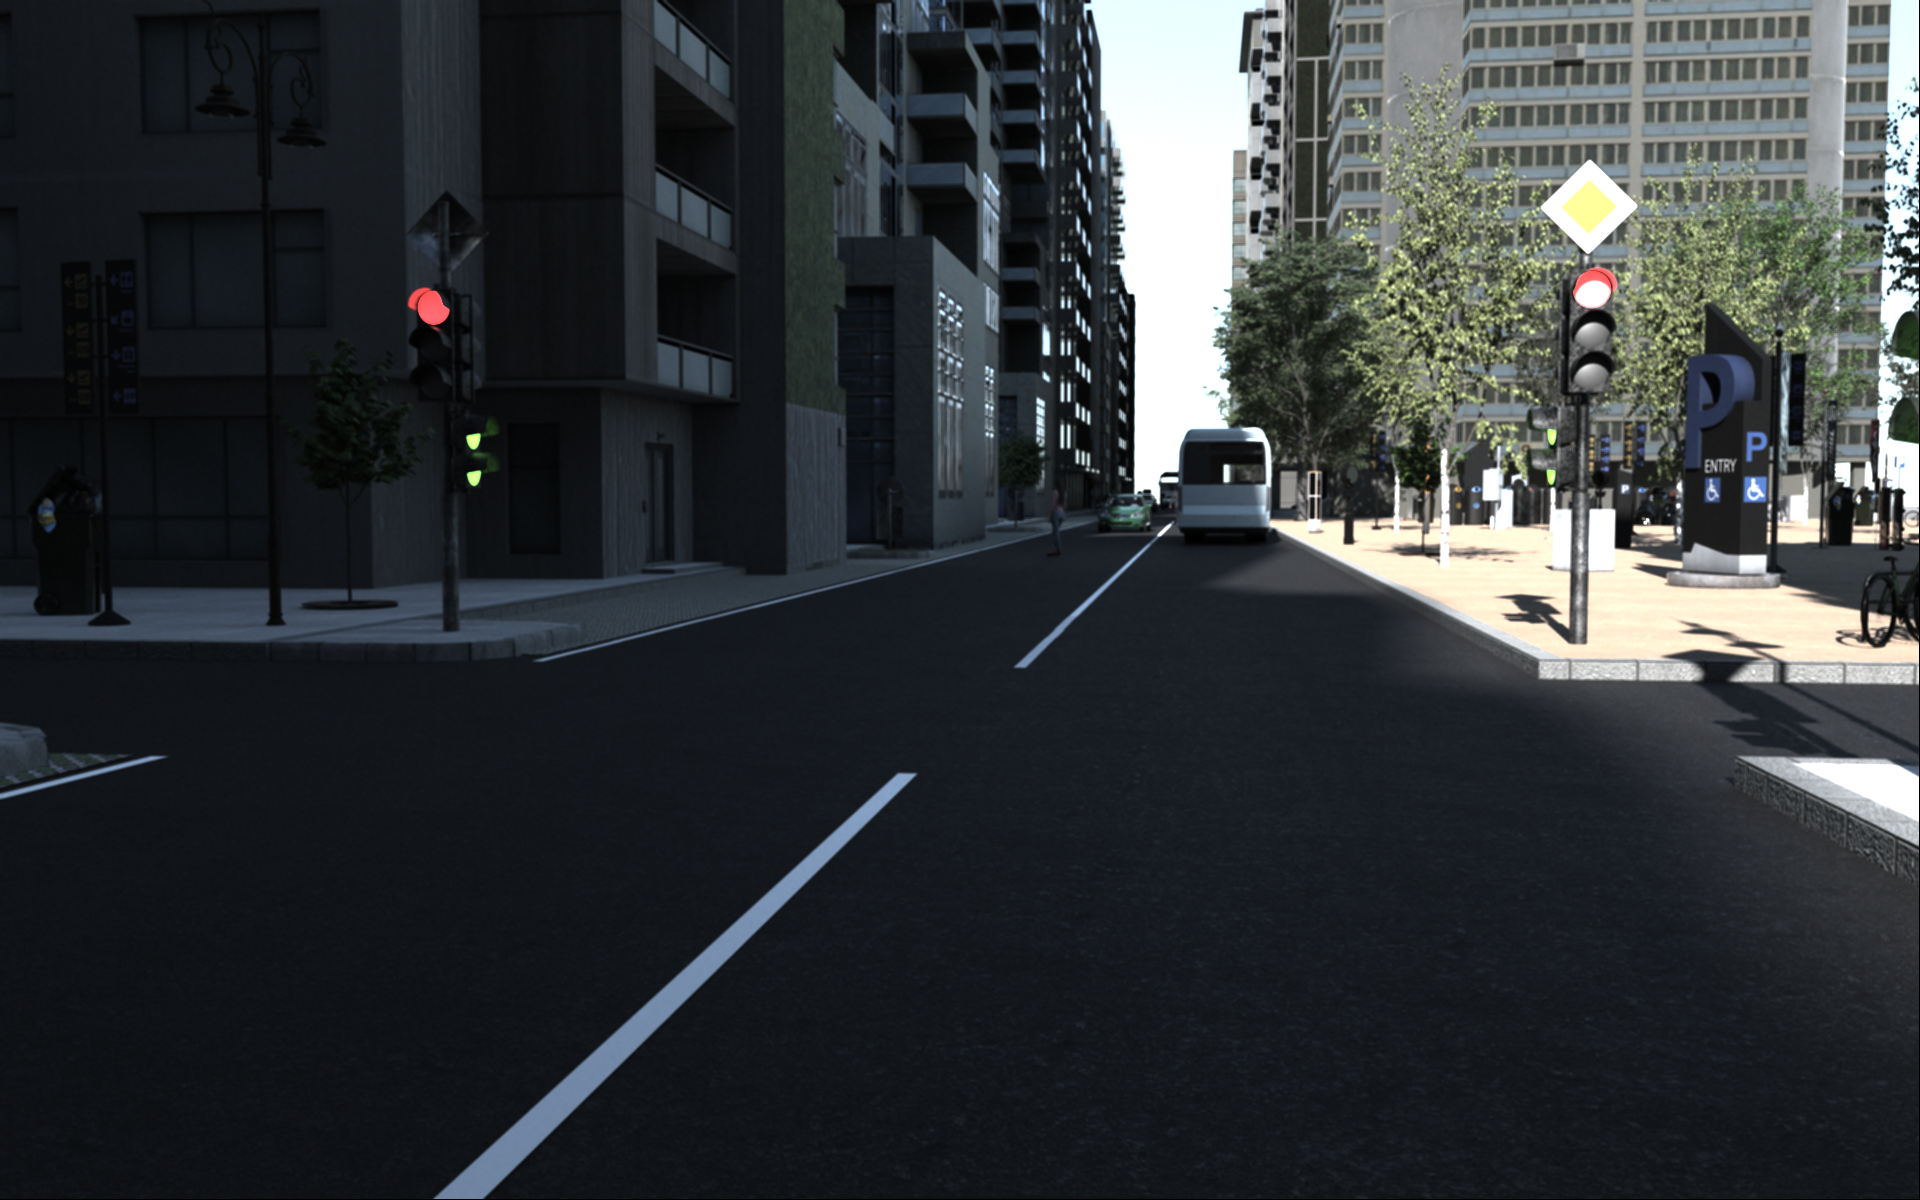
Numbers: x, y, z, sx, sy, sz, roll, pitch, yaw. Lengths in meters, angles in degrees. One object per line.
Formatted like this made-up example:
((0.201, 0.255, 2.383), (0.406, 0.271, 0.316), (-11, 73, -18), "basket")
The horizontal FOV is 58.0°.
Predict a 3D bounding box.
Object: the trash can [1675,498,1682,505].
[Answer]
((26.625, -3.178, 63.613), (0.748, 1.137, 0.748), (0, 3, 0), "trash can")

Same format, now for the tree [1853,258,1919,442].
((28.686, -6.160, 51.086), (4.360, 8.622, 3.978), (0, 3, 0), "tree")

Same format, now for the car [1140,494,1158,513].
((14.564, -7.706, 135.781), (2.009, 1.686, 4.222), (1, 4, 10), "car")

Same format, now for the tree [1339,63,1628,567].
((8.523, -4.865, 29.912), (4.737, 8.622, 4.395), (0, 3, 0), "tree")

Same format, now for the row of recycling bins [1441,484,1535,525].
((21.652, -3.935, 71.448), (3.534, 1.692, 1.069), (0, 4, 6), "row of recycling bins")

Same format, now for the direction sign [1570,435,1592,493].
((22.005, -4.282, 62.000), (0.379, 3.537, 0.876), (-2, 4, -34), "direction sign")

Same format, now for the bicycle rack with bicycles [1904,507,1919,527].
((38.701, -3.317, 67.610), (2.925, 0.926, 2.852), (3, 4, 38), "bicycle rack with bicycles")

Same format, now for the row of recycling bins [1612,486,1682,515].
((34.056, -4.822, 85.952), (3.534, 1.692, 1.069), (-1, 4, -9), "row of recycling bins")

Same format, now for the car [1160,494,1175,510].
((19.745, -9.145, 161.314), (2.131, 1.459, 4.920), (1, 4, 10), "car")

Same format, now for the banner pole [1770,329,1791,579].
((12.563, -2.233, 26.525), (0.401, 3.779, 0.863), (3, 5, 41), "banner pole")

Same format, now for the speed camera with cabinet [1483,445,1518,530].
((19.549, -4.195, 62.922), (0.660, 3.252, 2.038), (2, 4, 32), "speed camera with cabinet")

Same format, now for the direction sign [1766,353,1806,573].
((13.365, -2.222, 28.327), (0.379, 3.537, 0.876), (-2, 4, -31), "direction sign")

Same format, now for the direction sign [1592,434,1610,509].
((24.247, -4.522, 65.939), (0.876, 3.537, 0.379), (1, 4, 22), "direction sign")

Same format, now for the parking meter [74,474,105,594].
((-11.200, -0.846, 22.249), (0.372, 1.533, 0.369), (0, 3, 0), "parking meter")

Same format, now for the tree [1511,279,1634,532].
((20.311, -6.623, 58.645), (4.360, 8.622, 3.978), (0, 3, 0), "tree")

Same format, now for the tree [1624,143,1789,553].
((15.971, -5.322, 37.378), (4.737, 8.622, 4.395), (0, 3, 0), "tree")

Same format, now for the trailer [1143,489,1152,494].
((21.961, -12.007, 203.368), (1.471, 1.999, 3.904), (0, 4, 7), "trailer")

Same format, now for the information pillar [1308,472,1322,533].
((11.612, -3.191, 56.672), (0.304, 2.012, 0.304), (3, 5, 44), "information pillar")

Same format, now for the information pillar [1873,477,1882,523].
((40.095, -4.356, 75.706), (0.304, 2.012, 0.304), (2, 4, 32), "information pillar")

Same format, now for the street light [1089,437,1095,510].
((10.586, -10.204, 139.616), (0.468, 5.910, 1.993), (0, 4, 8), "street light")

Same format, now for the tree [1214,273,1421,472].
((14.996, -8.439, 72.391), (8.767, 10.594, 7.601), (0, 4, 3), "tree")

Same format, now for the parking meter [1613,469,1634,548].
((15.720, -2.162, 41.053), (0.399, 1.863, 0.255), (0, 4, -1), "parking meter")

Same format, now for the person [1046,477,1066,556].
((2.255, -1.932, 40.094), (0.388, 1.821, 0.555), (2, 4, 34), "person")

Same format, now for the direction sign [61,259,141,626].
((-8.355, -1.523, 16.903), (0.876, 3.537, 0.379), (1, 4, 16), "direction sign")

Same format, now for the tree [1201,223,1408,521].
((16.432, -10.753, 82.465), (9.857, 13.997, 8.962), (0, 3, 0), "tree")

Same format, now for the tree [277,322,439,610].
((-6.968, -1.518, 19.427), (1.663, 3.219, 1.824), (0, 3, 0), "tree")

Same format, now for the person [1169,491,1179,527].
((9.647, -4.159, 76.280), (0.659, 1.850, 0.755), (2, 4, 28), "person")

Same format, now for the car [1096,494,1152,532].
((6.344, -3.343, 66.460), (2.131, 1.459, 4.920), (1, 4, 10), "car")

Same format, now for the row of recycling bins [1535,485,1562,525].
((23.826, -4.072, 73.688), (3.534, 1.692, 1.069), (2, 4, 34), "row of recycling bins")

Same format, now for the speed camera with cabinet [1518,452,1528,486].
((25.811, -5.364, 82.036), (2.038, 3.252, 0.660), (2, 4, 29), "speed camera with cabinet")

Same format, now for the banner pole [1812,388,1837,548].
((20.437, -3.105, 40.788), (0.401, 3.779, 0.863), (0, 4, 3), "banner pole")

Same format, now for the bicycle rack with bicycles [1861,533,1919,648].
((8.818, -0.075, 14.616), (2.925, 0.926, 2.852), (-1, 4, -17), "bicycle rack with bicycles")

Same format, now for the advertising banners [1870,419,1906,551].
((21.339, -2.673, 39.891), (0.090, 3.025, 2.074), (0, 4, 8), "advertising banners")

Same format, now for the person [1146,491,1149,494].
((19.876, -10.714, 184.504), (0.721, 1.723, 1.217), (-3, 5, -39), "person")

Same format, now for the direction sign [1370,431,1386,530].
((14.960, -4.287, 62.093), (0.876, 3.537, 0.379), (-3, 5, -40), "direction sign")

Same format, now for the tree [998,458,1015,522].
((1.446, -5.293, 81.142), (1.663, 3.219, 1.824), (0, 3, 0), "tree")

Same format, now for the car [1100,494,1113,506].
((11.522, -7.410, 130.941), (2.009, 1.686, 4.222), (0, 4, 6), "car")

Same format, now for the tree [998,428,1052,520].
((2.965, -6.300, 86.715), (4.285, 4.588, 4.351), (0, 3, 0), "tree")

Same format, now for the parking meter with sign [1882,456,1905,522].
((42.773, -5.132, 80.162), (0.543, 3.016, 1.738), (-1, 4, -18), "parking meter with sign")

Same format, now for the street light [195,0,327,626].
((-6.697, -2.690, 16.775), (0.468, 5.910, 1.993), (0, 4, 8), "street light")

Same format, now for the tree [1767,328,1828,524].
((35.766, -7.504, 73.056), (4.360, 8.622, 3.978), (0, 3, 0), "tree")

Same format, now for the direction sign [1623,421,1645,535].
((20.942, -3.784, 53.862), (0.876, 3.537, 0.379), (-2, 4, -27), "direction sign")

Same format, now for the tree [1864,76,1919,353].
((16.780, -4.774, 28.418), (4.737, 8.622, 4.395), (0, 3, 0), "tree")

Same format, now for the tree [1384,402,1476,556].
((9.692, -2.562, 36.487), (1.663, 3.219, 1.824), (0, 3, 0), "tree")

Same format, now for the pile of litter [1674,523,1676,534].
((22.986, -2.466, 54.278), (1.719, 0.858, 1.176), (-3, 5, -42), "pile of litter")

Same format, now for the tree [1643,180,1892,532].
((27.263, -8.139, 58.821), (9.928, 11.665, 9.643), (0, 3, 0), "tree")
